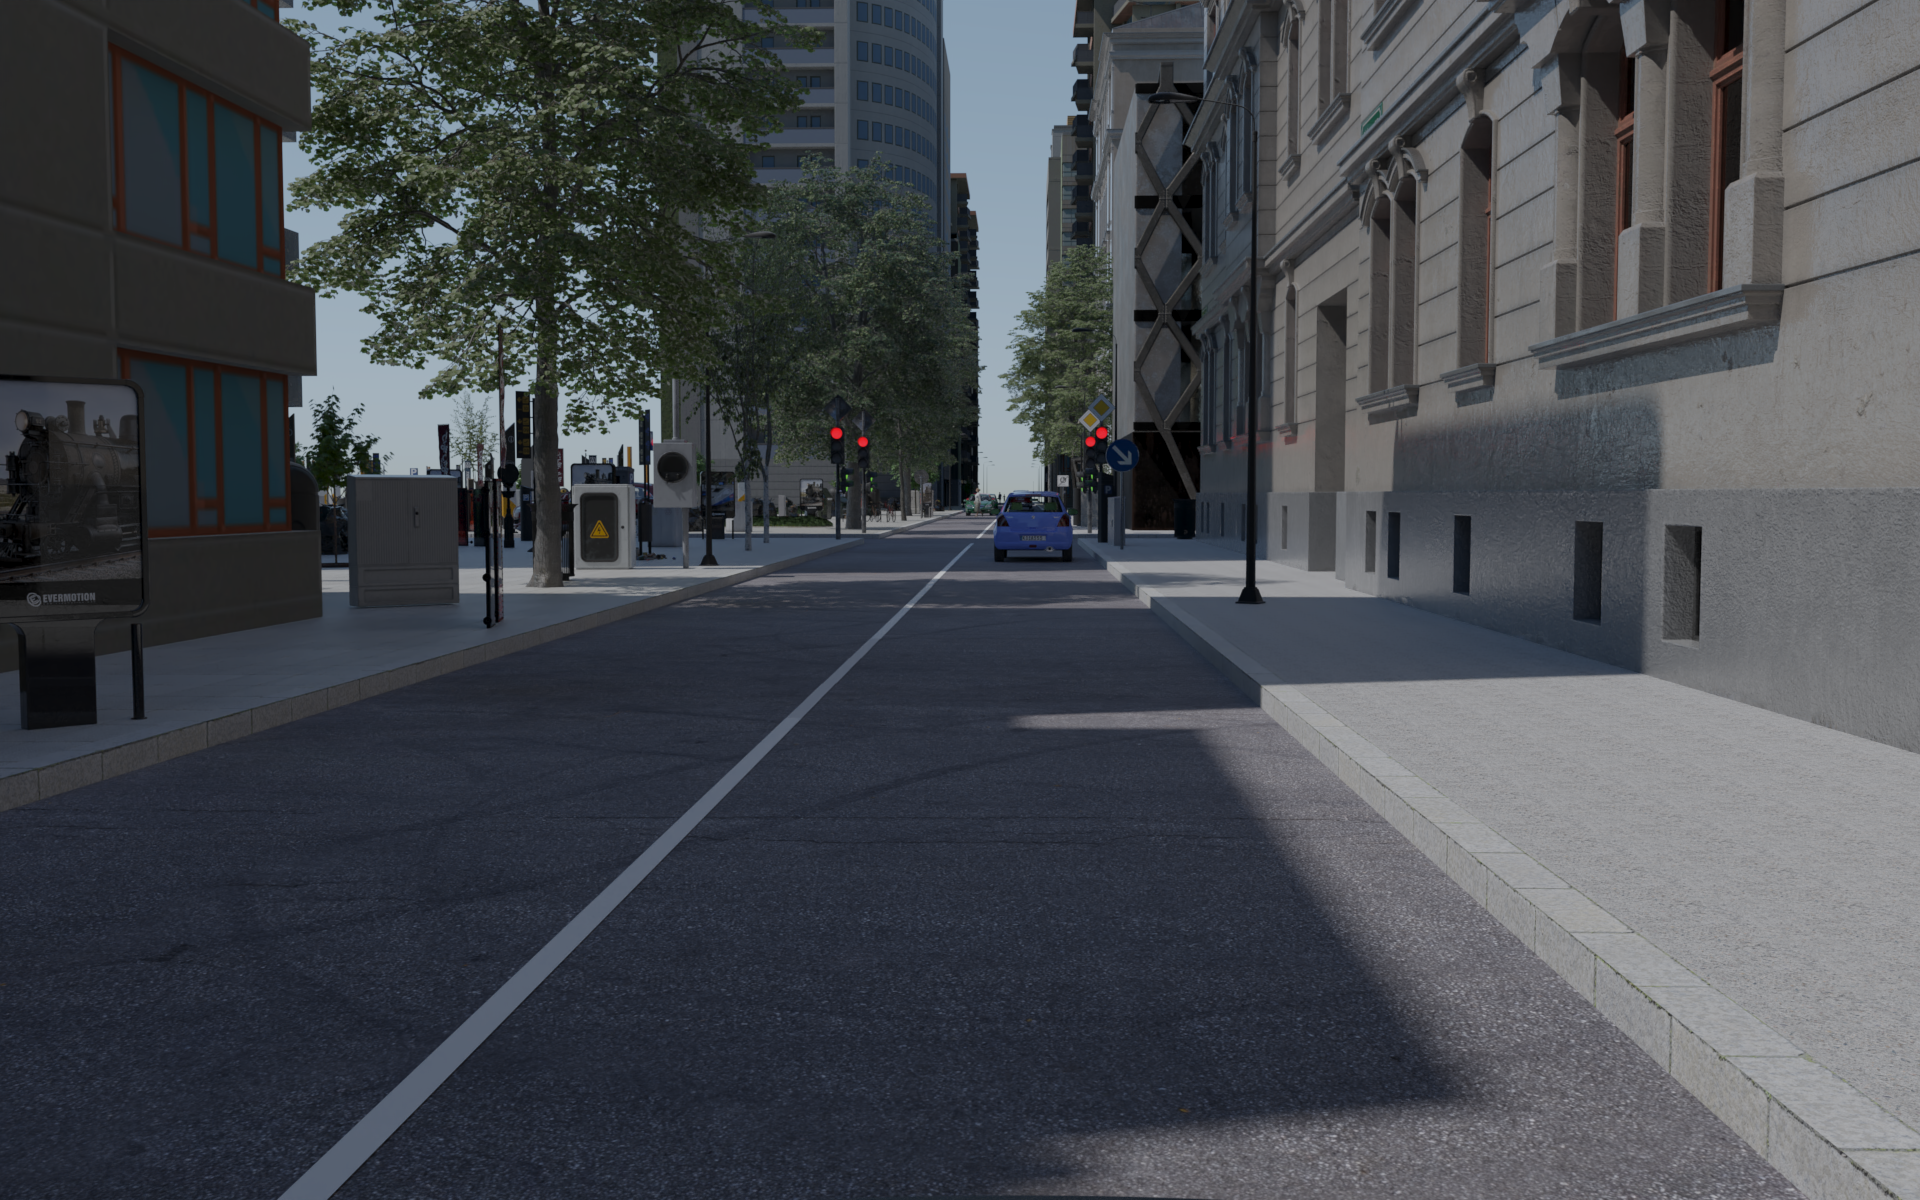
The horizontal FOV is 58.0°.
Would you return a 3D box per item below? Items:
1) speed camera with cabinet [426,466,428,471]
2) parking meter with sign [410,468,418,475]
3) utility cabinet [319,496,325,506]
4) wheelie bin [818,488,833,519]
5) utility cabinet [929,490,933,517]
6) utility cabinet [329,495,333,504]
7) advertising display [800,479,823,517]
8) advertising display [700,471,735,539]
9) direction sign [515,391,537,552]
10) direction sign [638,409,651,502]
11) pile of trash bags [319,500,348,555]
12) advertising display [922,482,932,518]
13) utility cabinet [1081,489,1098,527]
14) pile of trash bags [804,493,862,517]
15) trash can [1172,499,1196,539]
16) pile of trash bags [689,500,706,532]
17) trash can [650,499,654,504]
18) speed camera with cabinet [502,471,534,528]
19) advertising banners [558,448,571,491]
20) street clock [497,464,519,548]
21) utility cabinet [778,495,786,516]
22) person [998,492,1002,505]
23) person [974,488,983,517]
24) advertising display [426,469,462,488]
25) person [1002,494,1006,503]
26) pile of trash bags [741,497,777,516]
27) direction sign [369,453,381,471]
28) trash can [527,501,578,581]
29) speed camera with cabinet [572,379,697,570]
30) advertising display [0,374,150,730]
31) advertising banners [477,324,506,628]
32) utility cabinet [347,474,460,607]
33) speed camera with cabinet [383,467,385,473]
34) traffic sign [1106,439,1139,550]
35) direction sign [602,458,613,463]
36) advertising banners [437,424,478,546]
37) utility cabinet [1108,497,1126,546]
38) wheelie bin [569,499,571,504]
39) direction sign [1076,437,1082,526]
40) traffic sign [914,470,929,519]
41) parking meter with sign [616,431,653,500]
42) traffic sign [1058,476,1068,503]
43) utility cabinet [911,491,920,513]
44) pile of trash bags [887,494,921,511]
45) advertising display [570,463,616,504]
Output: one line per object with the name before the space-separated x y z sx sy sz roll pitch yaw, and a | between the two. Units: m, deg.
speed camera with cabinet | -37.460 -7.757 121.158 0.660 3.252 2.038 1 4 13
parking meter with sign | -36.362 -7.366 116.696 0.543 3.016 1.738 1 4 11
utility cabinet | -27.934 -3.929 75.408 0.306 1.237 1.020 -3 4 -36
wheelie bin | -6.878 -4.864 87.427 0.693 1.594 0.980 1 4 22
utility cabinet | -1.740 -5.347 96.106 0.318 1.500 1.173 1 4 10
utility cabinet | -47.306 -7.300 130.521 1.020 1.237 0.306 2 4 25
advertising display | -6.165 -4.080 71.922 0.974 1.923 0.123 0 4 1
advertising display | -6.874 -2.688 49.168 0.974 1.923 0.123 -1 4 -15
direction sign | -9.405 -2.832 38.302 0.876 3.537 0.379 -3 5 -43
direction sign | -8.478 -3.340 46.605 0.379 3.537 0.876 -2 4 -29
pile of trash bags | -13.971 -1.658 36.865 1.912 1.369 3.447 3 5 40
advertising display | -1.822 -5.431 94.012 0.123 1.923 0.974 2 4 29
utility cabinet | 5.236 -3.556 66.827 1.173 1.500 0.318 3 4 37
pile of trash bags | -7.170 -5.398 98.007 3.447 1.369 1.912 0 4 4
trash can | 6.384 -2.294 49.165 0.748 1.137 0.748 0 3 0
pile of trash bags | -10.516 -3.315 63.956 3.447 1.369 1.912 3 4 37
trash can | -8.629 -2.322 49.615 0.748 1.137 0.748 0 3 0
speed camera with cabinet | -16.413 -4.318 64.938 2.038 3.252 0.660 0 4 -7
advertising banners | -14.666 -4.285 66.250 2.074 3.025 0.090 -3 4 -37
street clock | -10.751 -2.243 41.245 0.358 2.002 0.471 3 5 43
utility cabinet | -8.706 -4.512 84.927 0.306 1.237 1.020 0 4 -1
person | 5.348 -13.606 231.876 0.541 1.710 0.530 -1 4 -16
person | 1.178 -6.077 108.092 0.641 1.798 0.478 0 4 -5
advertising display | -13.218 -2.399 44.444 0.123 1.923 0.974 3 5 41
person | 6.985 -15.945 272.457 1.065 1.426 0.557 3 5 43
pile of trash bags | -12.478 -5.576 100.919 3.447 1.369 1.912 -2 4 -33
direction sign | -32.339 -6.310 95.165 0.876 3.537 0.379 -2 4 -24
trash can | -6.031 -0.858 25.687 0.748 1.137 0.748 0 3 0
speed camera with cabinet | -5.553 -2.154 29.560 2.038 3.252 0.660 0 4 -1
advertising display | -4.975 -0.263 9.510 0.123 1.923 0.974 3 5 43
advertising banners | -4.654 -1.296 17.372 0.090 3.025 2.074 -1 4 -9
utility cabinet | -6.351 -0.680 19.794 1.173 1.500 0.318 -3 4 -38
speed camera with cabinet | -40.798 -7.777 121.496 0.660 3.252 2.038 2 4 30
traffic sign | 3.747 -2.440 40.001 0.768 2.556 0.104 1 4 8
direction sign | -21.911 -7.081 107.775 0.876 3.537 0.379 2 4 29
advertising banners | -12.296 -2.849 42.763 2.074 3.025 0.090 3 5 41
utility cabinet | 3.916 -1.972 43.411 0.306 1.237 1.020 0 4 -4
wheelie bin | -9.035 -2.090 42.081 0.980 1.594 0.693 0 4 -1
direction sign | 4.858 -4.729 69.311 0.379 3.537 0.876 0 4 5
traffic sign | -2.028 -5.548 90.815 0.768 2.556 0.104 0 4 5
parking meter with sign | -9.408 -3.163 47.971 1.738 3.016 0.543 1 4 11
traffic sign | 5.685 -5.710 95.490 0.606 2.300 0.079 0 4 8
utility cabinet | -3.206 -6.416 113.579 1.173 1.500 0.318 1 4 15
pile of trash bags | -3.911 -7.310 129.272 3.447 1.369 1.912 2 4 30
advertising display | -7.611 -1.881 35.971 0.974 1.923 0.123 1 4 14
